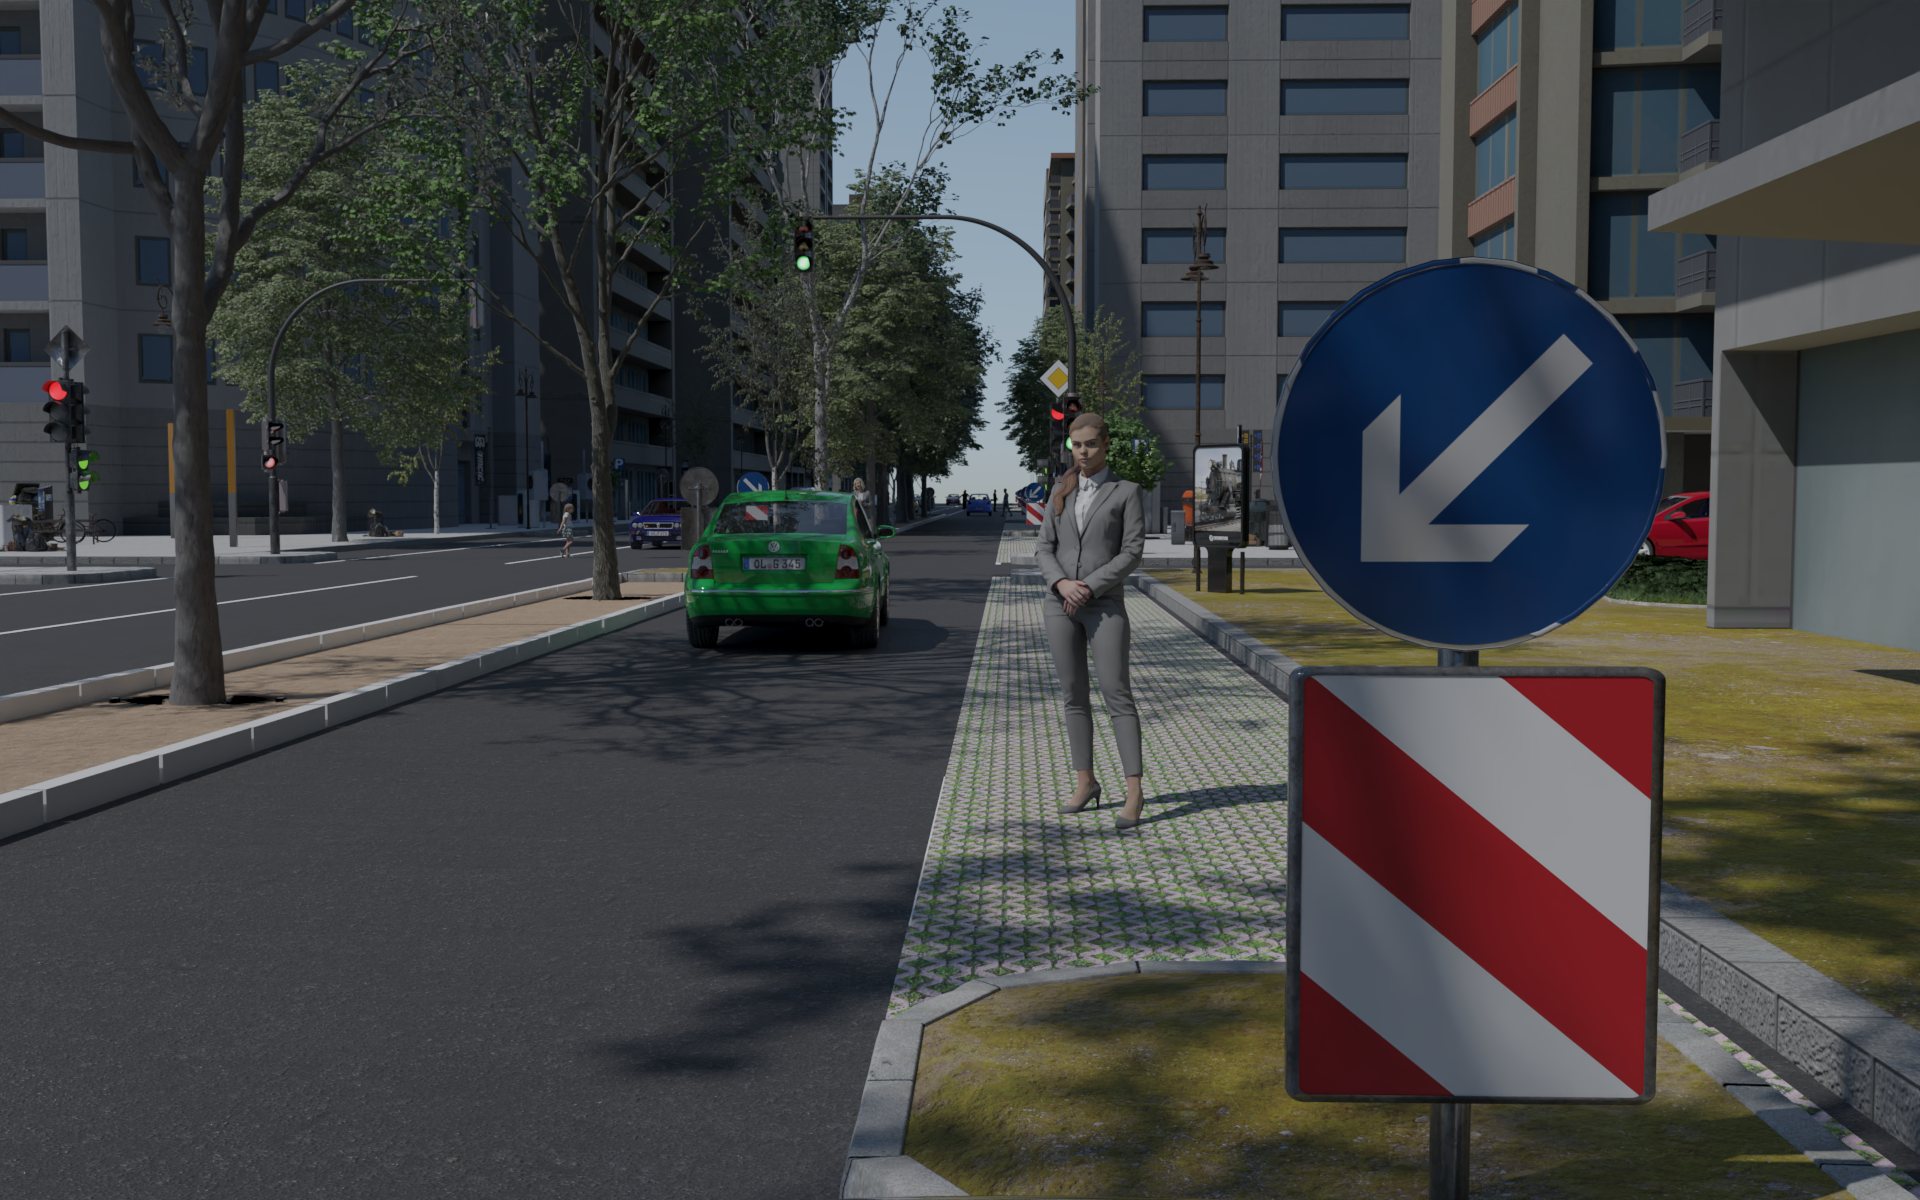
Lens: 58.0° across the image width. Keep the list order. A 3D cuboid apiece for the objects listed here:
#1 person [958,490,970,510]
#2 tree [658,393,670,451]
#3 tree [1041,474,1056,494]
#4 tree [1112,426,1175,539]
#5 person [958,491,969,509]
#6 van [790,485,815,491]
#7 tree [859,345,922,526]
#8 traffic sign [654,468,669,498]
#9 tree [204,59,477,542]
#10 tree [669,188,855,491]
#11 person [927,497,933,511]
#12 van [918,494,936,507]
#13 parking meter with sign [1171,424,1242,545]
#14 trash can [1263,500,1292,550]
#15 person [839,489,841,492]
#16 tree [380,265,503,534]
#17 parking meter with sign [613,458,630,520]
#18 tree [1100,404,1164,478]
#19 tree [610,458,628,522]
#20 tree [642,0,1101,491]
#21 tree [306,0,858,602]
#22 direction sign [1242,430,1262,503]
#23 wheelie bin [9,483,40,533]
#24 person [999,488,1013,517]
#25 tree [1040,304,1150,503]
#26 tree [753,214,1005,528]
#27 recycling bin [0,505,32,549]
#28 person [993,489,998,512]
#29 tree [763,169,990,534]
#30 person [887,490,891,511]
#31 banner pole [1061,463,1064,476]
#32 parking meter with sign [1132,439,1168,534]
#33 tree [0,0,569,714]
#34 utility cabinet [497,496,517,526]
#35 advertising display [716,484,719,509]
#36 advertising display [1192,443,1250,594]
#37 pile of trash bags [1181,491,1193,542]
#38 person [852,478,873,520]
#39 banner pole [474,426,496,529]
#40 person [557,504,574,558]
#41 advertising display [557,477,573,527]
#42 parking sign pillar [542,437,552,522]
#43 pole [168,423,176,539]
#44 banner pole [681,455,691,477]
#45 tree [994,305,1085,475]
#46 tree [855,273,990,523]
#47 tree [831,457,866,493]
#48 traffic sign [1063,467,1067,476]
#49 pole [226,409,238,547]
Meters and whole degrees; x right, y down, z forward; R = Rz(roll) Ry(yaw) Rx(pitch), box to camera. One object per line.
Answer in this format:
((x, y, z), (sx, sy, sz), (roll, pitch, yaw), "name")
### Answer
((0.467, -8.890, 153.808), (1.348, 1.831, 0.705), (1, 4, 15), "person")
((-15.021, -9.135, 99.721), (4.360, 8.622, 3.978), (0, 3, 0), "tree")
((7.525, -9.083, 143.114), (1.663, 3.219, 1.824), (0, 3, 0), "tree")
((5.190, -3.368, 49.668), (1.663, 3.219, 1.824), (0, 3, 0), "tree")
((0.363, -9.563, 165.380), (1.217, 1.766, 0.721), (1, 4, 14), "person")
((-9.241, -5.711, 100.390), (2.013, 2.044, 4.112), (0, 4, 2), "van")
((-2.992, -7.597, 77.032), (4.737, 8.622, 4.395), (0, 3, 0), "tree")
((-14.799, -5.249, 85.933), (0.768, 2.556, 0.104), (1, 4, 9), "traffic sign")
((-17.116, -7.835, 46.230), (7.486, 12.596, 7.792), (0, 3, 0), "tree")
((-4.322, -5.356, 40.398), (4.360, 8.622, 3.978), (0, 3, 0), "tree")
((-2.626, -8.557, 148.425), (0.705, 1.822, 1.348), (-2, 4, -31), "person")
((-3.551, -11.000, 186.863), (2.013, 2.044, 4.112), (0, 4, 1), "van")
((6.199, -2.898, 43.635), (1.738, 3.016, 0.543), (0, 4, 5), "parking meter with sign")
((7.329, -1.721, 39.795), (0.748, 1.137, 0.748), (0, 3, 0), "trash can")
((-9.664, -7.988, 139.121), (1.348, 1.822, 0.705), (1, 4, 9), "person")
((-16.832, -6.437, 55.601), (4.737, 8.622, 4.395), (0, 3, 0), "tree")
((-16.528, -5.420, 84.878), (0.543, 3.016, 1.738), (0, 3, 0), "parking meter with sign")
((5.805, -4.875, 63.416), (4.285, 4.588, 4.351), (0, 3, 0), "tree")
((-16.347, -5.190, 79.458), (1.663, 3.219, 1.824), (0, 3, 0), "tree")
((-2.805, -11.635, 48.574), (12.611, 20.169, 13.585), (0, 3, 0), "tree")
((-4.876, -5.807, 23.160), (9.928, 11.665, 9.643), (0, 3, 0), "tree")
((10.306, -4.244, 61.379), (0.876, 3.537, 0.379), (3, 5, 42), "direction sign")
((-26.460, -2.530, 49.271), (0.693, 1.594, 0.980), (3, 4, 38), "wheelie bin")
((2.934, -6.165, 109.566), (0.850, 1.792, 0.678), (-1, 4, -16), "person")
((5.230, -7.211, 68.259), (4.737, 8.622, 4.395), (0, 3, 0), "tree")
((-3.069, -9.103, 68.300), (9.611, 12.733, 9.660), (0, 3, 0), "tree")
((-22.254, -1.713, 40.557), (0.722, 1.027, 0.722), (2, 4, 31), "recycling bin")
((2.883, -8.115, 141.198), (0.705, 1.821, 1.348), (-1, 4, -10), "person")
((-3.016, -8.507, 59.667), (7.486, 12.596, 7.792), (0, 3, 0), "tree")
((-5.905, -8.206, 143.390), (0.721, 1.743, 1.217), (1, 4, 14), "person")
((5.342, -6.165, 90.822), (0.401, 3.779, 0.863), (-1, 4, -10), "banner pole")
((6.122, -3.619, 55.424), (0.543, 3.016, 1.738), (2, 4, 30), "parking meter with sign")
((-5.226, -6.039, 11.558), (12.009, 13.543, 11.850), (0, 3, 0), "tree")
((-18.248, -3.621, 70.372), (1.020, 1.237, 0.306), (-2, 4, -26), "utility cabinet")
((-15.502, -6.455, 110.760), (0.123, 1.923, 0.974), (0, 4, -6), "advertising display")
((3.377, -1.055, 22.461), (0.123, 1.923, 0.974), (-2, 4, -33), "advertising display")
((6.803, -2.257, 46.659), (1.912, 1.369, 3.447), (2, 4, 30), "pile of trash bags")
((-2.285, -1.909, 39.893), (0.537, 1.800, 0.526), (1, 4, 9), "person")
((-17.510, -4.510, 63.755), (0.401, 3.779, 0.863), (3, 5, 44), "banner pole")
((-8.903, -1.566, 39.124), (0.382, 1.210, 0.505), (-1, 4, -10), "person")
((-15.439, -3.827, 67.777), (0.123, 1.923, 0.974), (1, 4, 18), "advertising display")
((-19.343, -5.654, 80.912), (1.447, 3.967, 1.447), (-1, 4, -16), "parking sign pillar")
((-22.695, -3.432, 49.965), (0.158, 3.312, 0.155), (0, 3, 0), "pole")
((-17.620, -7.459, 111.970), (0.863, 3.779, 0.401), (1, 4, 10), "banner pole")
((5.775, -11.388, 104.325), (7.486, 12.596, 7.792), (0, 3, 0), "tree")
((-2.703, -11.320, 94.189), (9.857, 13.997, 8.962), (0, 3, 0), "tree")
((-12.131, -15.540, 188.484), (8.767, 10.594, 7.601), (0, 3, 0), "tree")
((5.027, -4.789, 78.404), (0.768, 2.556, 0.104), (0, 4, 6), "traffic sign")
((-17.591, -2.937, 41.857), (0.158, 3.312, 0.155), (0, 3, 0), "pole")
